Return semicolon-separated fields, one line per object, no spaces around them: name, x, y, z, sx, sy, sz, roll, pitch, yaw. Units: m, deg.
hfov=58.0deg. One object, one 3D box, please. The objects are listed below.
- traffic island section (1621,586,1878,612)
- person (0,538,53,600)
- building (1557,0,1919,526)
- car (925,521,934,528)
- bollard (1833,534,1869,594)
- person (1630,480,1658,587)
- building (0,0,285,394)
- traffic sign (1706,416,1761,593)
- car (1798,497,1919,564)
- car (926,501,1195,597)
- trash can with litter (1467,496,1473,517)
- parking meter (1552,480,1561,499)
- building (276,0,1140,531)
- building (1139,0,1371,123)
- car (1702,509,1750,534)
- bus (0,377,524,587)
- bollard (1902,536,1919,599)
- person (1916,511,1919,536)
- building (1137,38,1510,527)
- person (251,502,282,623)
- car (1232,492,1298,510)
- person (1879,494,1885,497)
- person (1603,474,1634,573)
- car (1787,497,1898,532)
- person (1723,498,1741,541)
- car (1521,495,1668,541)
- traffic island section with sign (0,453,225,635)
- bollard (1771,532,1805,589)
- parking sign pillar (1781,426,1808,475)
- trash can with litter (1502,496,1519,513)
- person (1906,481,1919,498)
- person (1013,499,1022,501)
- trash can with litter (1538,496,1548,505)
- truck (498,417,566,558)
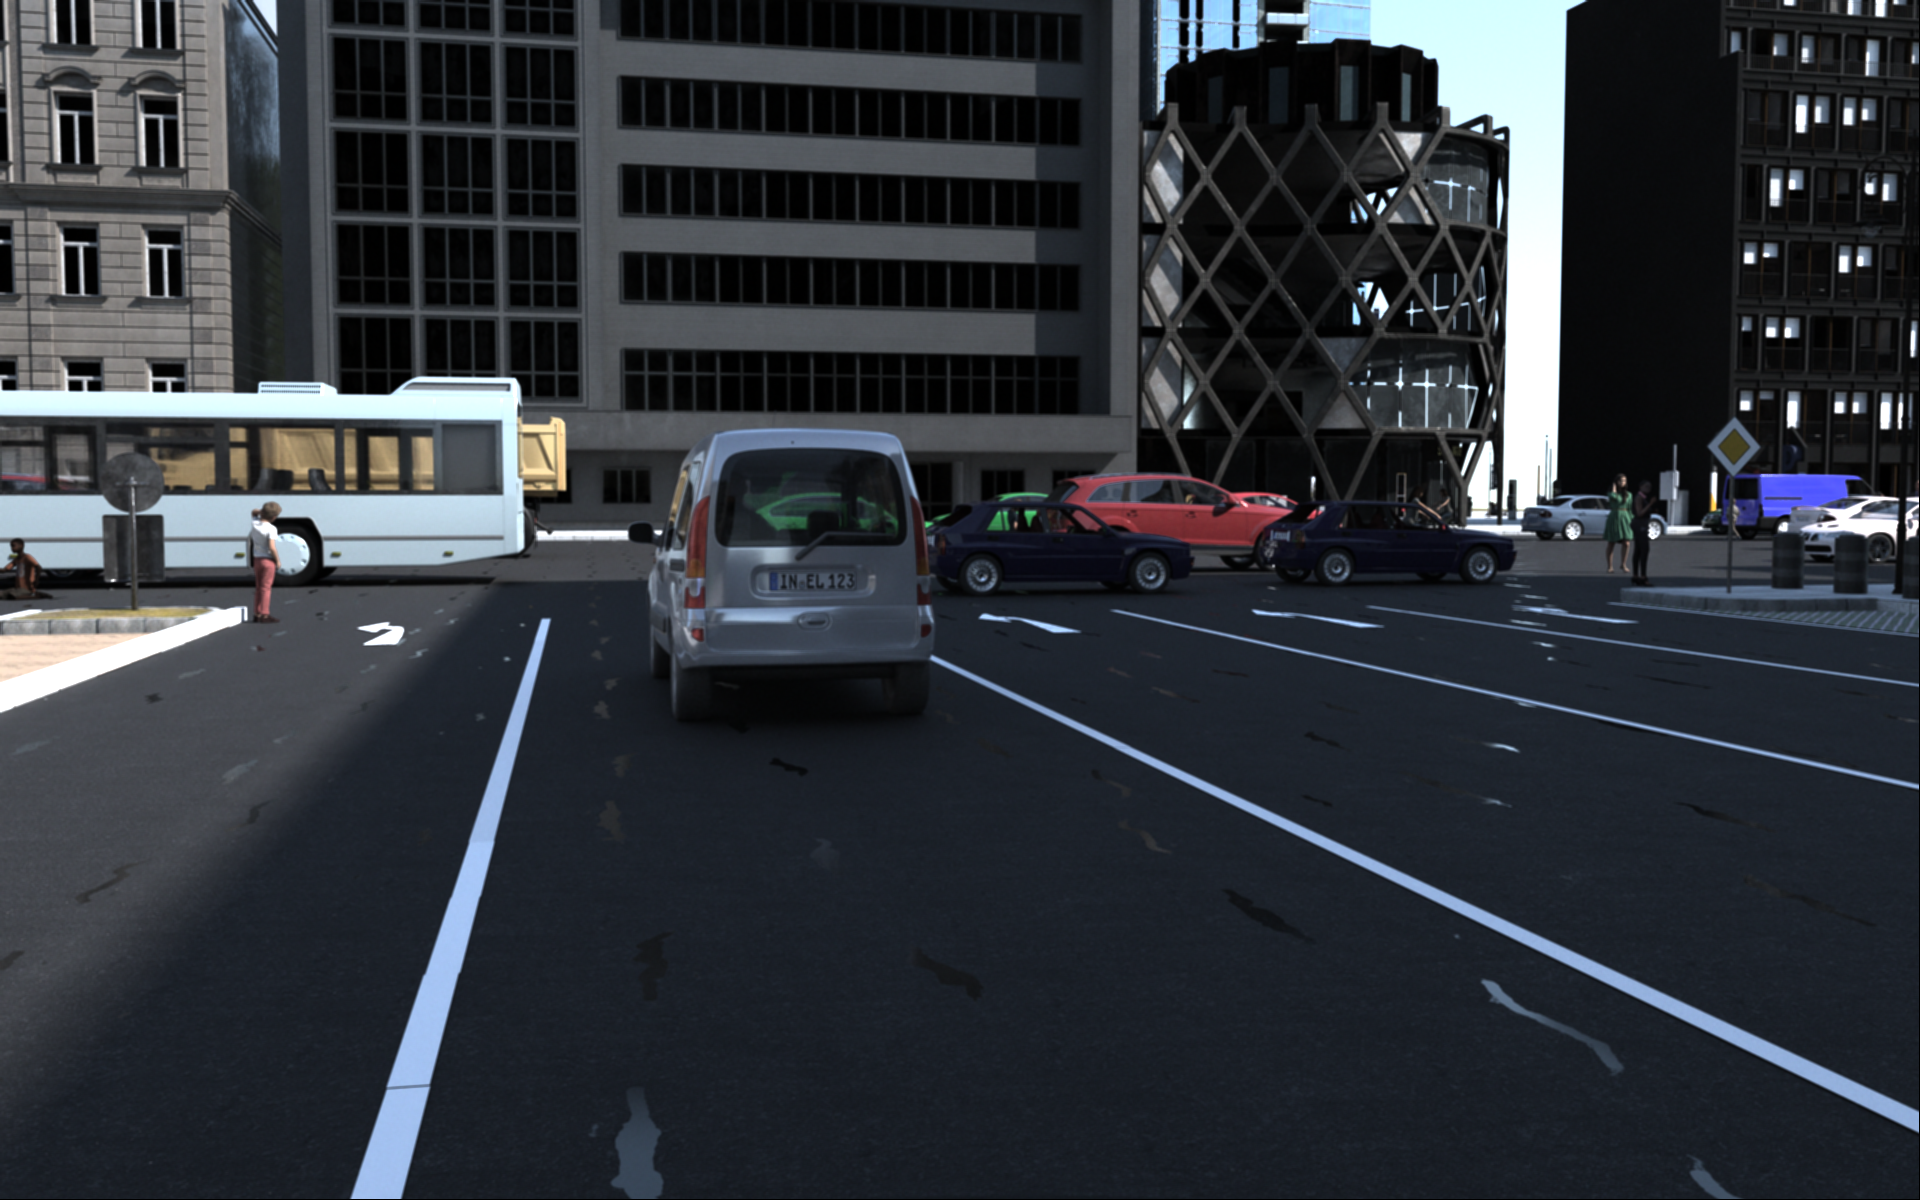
traffic island section;9.951;-0.007;22.393;2.009;0.180;2.903;-1;4;-12
person;-12.810;-0.411;23.501;0.859;0.850;0.655;2;4;28
building;36.770;-15.042;75.620;15.834;23.373;12.332;-1;4;-12
car;-2.273;-1.481;33.003;4.718;1.807;1.959;-1;4;-11
bollard;11.537;-0.471;22.416;0.404;0.777;0.398;0;3;0
person;10.695;-1.042;27.003;0.415;1.643;0.593;-1;4;-21
building;-37.046;-16.031;59.371;25.104;27.353;12.463;-1;4;-12
traffic sign;9.930;-1.142;22.311;0.795;2.450;0.064;-1;4;-12
car;20.147;-1.489;36.711;4.827;1.381;2.083;-1;4;-11
car;1.378;-0.776;25.267;3.894;1.354;1.945;-1;4;-13
trash can with litter;27.774;-5.138;95.393;0.624;1.170;1.055;-1;4;-14
parking meter;24.523;-4.006;71.211;0.255;1.863;0.399;2;4;33
building;-9.171;-15.102;65.981;30.058;24.678;14.314;-1;4;-12
building;26.386;-52.532;171.572;31.000;86.520;22.319;-1;4;-12
car;28.595;-3.016;61.112;4.920;1.459;2.131;-1;4;-14
bus;-13.666;-1.965;26.986;13.247;3.499;2.948;-1;4;-12
bollard;11.793;-0.399;21.242;0.404;0.777;0.398;0;3;0
person;18.652;-1.512;33.348;0.853;1.813;0.709;-1;4;-11
building;13.753;-12.567;72.914;16.811;18.784;16.820;-1;4;-12
person;-7.765;-0.425;19.353;0.435;1.345;0.340;1;4;13
car;8.984;-2.545;50.645;4.494;1.783;2.155;-1;4;-13
person;27.043;-2.394;50.882;0.421;1.427;0.697;2;4;31
person;12.003;-1.394;31.541;0.600;1.795;0.529;-1;4;-10
car;23.902;-1.988;44.858;4.827;1.381;2.083;-1;4;-11
person;23.590;-2.455;52.912;0.475;1.303;0.640;-2;4;-33
car;19.880;-2.583;54.229;4.499;1.417;2.014;-1;4;-12
traffic island section with sign;-9.002;-0.636;18.528;2.006;1.907;1.989;-1;4;-12
bollard;11.282;-0.543;23.590;0.404;0.777;0.398;0;3;0
parking sign pillar;32.844;-4.874;68.169;1.447;3.967;1.447;0;4;1
trash can with litter;37.851;-6.666;120.052;1.678;1.210;2.233;2;4;27
person;23.312;-2.022;42.109;0.434;1.755;0.990;-3;5;-43
person;1.016;-1.173;31.582;0.340;1.345;0.435;-2;4;-32
trash can with litter;32.668;-5.182;96.106;1.055;1.170;0.624;0;4;7
truck;-13.860;-2.624;38.835;9.791;3.379;3.469;-1;4;-13
